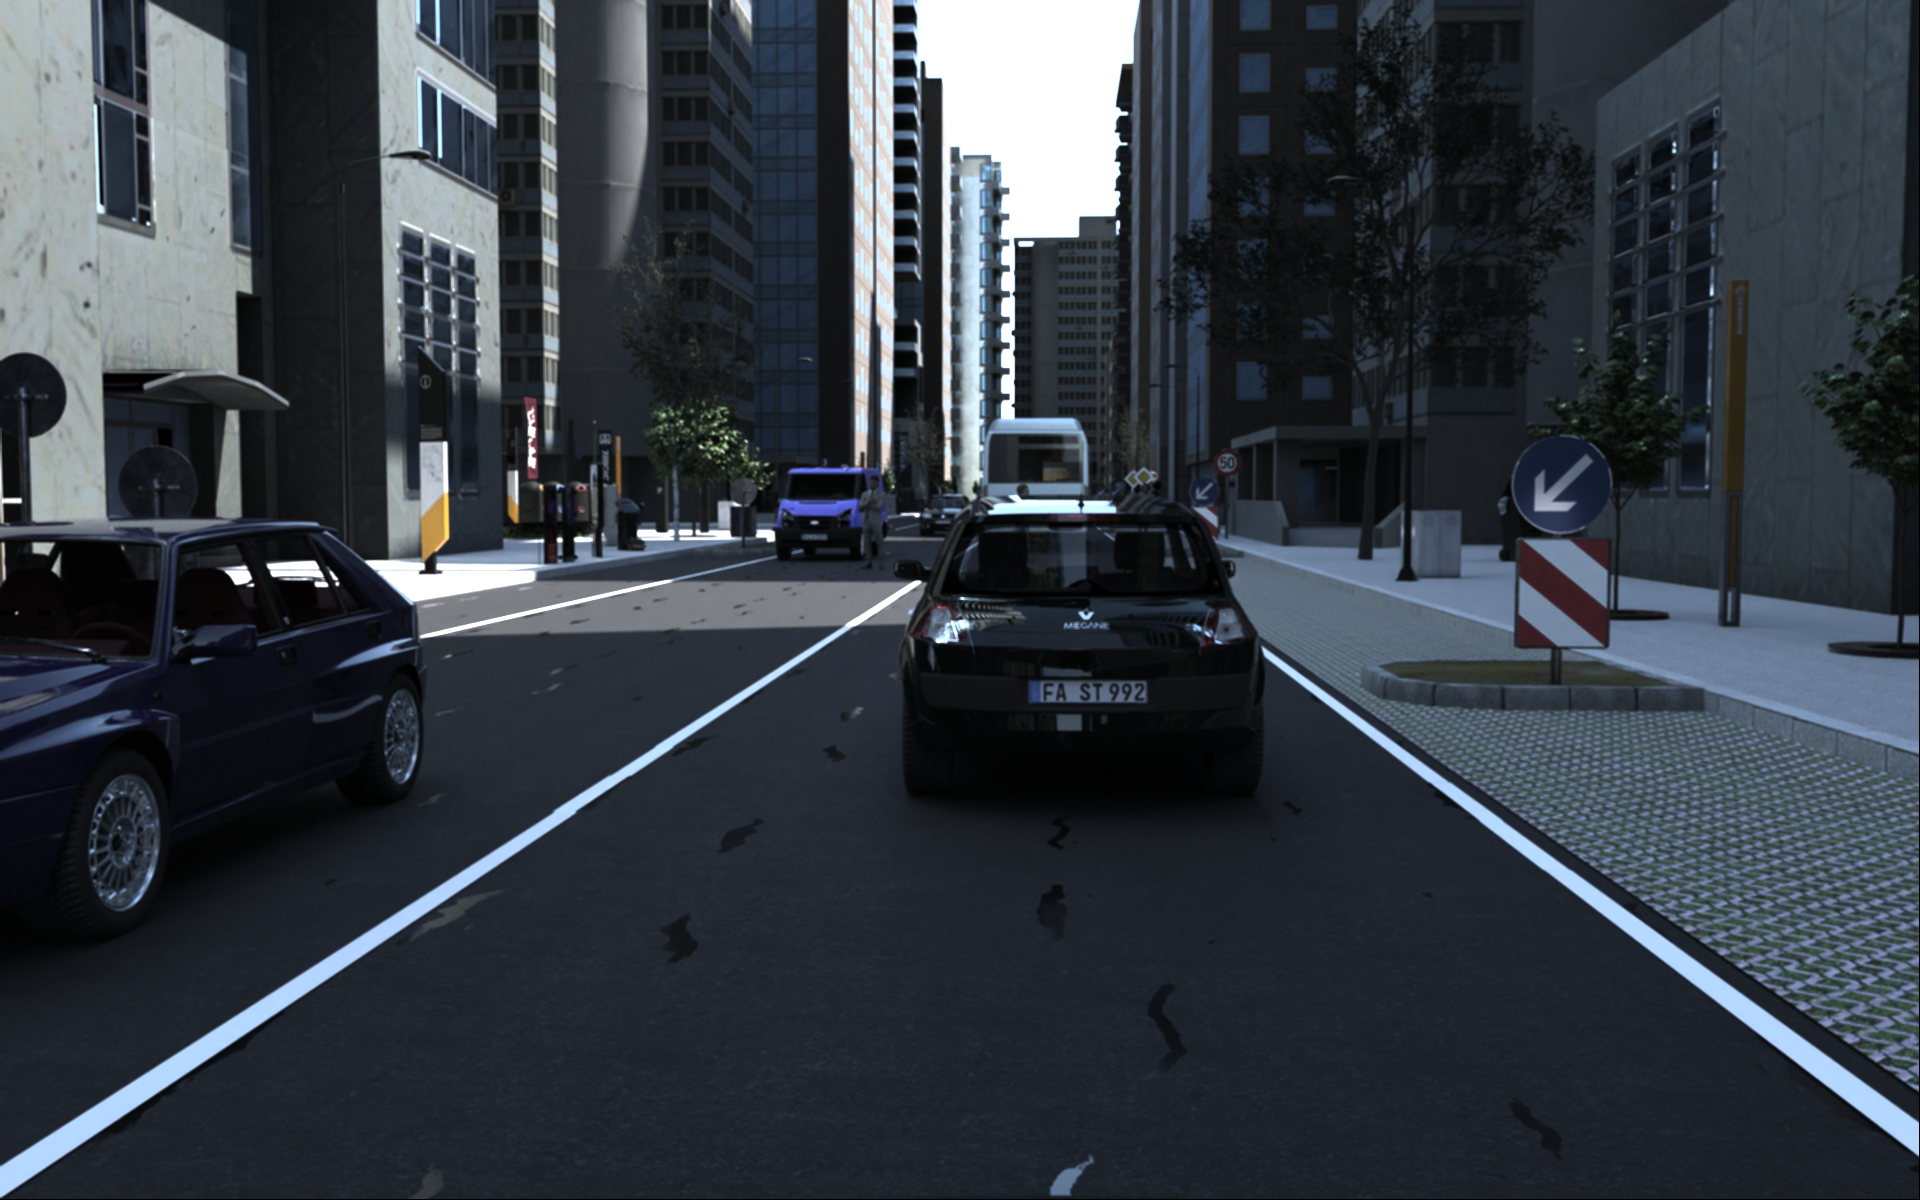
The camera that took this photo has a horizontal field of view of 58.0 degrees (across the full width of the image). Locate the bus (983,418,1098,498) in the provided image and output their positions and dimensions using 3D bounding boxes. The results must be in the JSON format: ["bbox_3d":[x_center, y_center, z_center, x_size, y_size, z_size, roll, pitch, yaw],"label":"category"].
[{"bbox_3d":[2.370,-3.287,48.607,2.948,3.499,13.247,0,4,5],"label":"bus"}]

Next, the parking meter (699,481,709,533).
[{"bbox_3d":[-8.473,-3.160,57.380,0.255,1.863,0.399,-1,4,-19],"label":"parking meter"}]

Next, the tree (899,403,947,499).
[{"bbox_3d":[-2.795,-11.428,137.215,4.360,8.622,3.978,0,3,0],"label":"tree"}]

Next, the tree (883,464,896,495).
[{"bbox_3d":[-4.731,-7.075,110.282,1.663,3.219,1.824,0,3,0],"label":"tree"}]

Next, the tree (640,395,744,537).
[{"bbox_3d":[-7.977,-4.182,52.092,4.285,4.588,4.351,0,3,0],"label":"tree"}]

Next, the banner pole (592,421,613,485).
[{"bbox_3d":[-12.344,-4.255,59.587,0.863,3.779,0.401,0,4,3],"label":"banner pole"}]

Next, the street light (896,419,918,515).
[{"bbox_3d":[-3.270,-8.212,106.804,1.470,5.913,1.316,0,4,3],"label":"street light"}]

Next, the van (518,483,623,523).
[{"bbox_3d":[-15.008,-3.639,66.505,4.112,2.044,2.013,0,4,3],"label":"van"}]

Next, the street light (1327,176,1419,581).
[{"bbox_3d":[6.071,-3.237,25.473,1.470,5.913,1.316,0,4,3],"label":"street light"}]

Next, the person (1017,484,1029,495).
[{"bbox_3d":[1.069,-1.189,29.751,0.330,1.601,0.589,2,4,27],"label":"person"}]

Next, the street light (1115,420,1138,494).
[{"bbox_3d":[10.576,-8.330,108.744,1.470,5.913,1.316,0,4,3],"label":"street light"}]

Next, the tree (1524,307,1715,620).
[{"bbox_3d":[6.868,-1.438,18.119,1.663,3.219,1.824,0,3,0],"label":"tree"}]

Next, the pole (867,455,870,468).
[{"bbox_3d":[-4.761,-5.872,89.852,0.158,3.312,0.155,0,3,0],"label":"pole"}]

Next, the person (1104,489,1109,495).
[{"bbox_3d":[9.562,-6.258,111.168,0.716,1.782,0.532,1,4,16],"label":"person"}]

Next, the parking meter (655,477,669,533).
[{"bbox_3d":[-9.869,-3.154,57.285,0.399,1.863,0.255,1,4,21],"label":"parking meter"}]

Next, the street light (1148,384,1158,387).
[{"bbox_3d":[8.631,-6.151,73.111,1.470,5.913,1.316,0,4,3],"label":"street light"}]

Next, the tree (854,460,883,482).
[{"bbox_3d":[-5.788,-6.385,98.990,1.663,3.219,1.824,0,3,0],"label":"tree"}]

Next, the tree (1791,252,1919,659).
[{"bbox_3d":[7.681,-1.173,13.778,1.663,3.219,1.824,0,3,0],"label":"tree"}]

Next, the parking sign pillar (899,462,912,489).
[{"bbox_3d":[-4.558,-9.518,144.083,1.447,3.967,1.447,2,4,34],"label":"parking sign pillar"}]

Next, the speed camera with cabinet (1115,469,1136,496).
[{"bbox_3d":[12.943,-8.628,135.404,0.660,3.252,2.038,3,5,40],"label":"speed camera with cabinet"}]

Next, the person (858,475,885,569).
[{"bbox_3d":[-1.693,-1.503,33.259,0.511,1.800,0.466,0,4,7],"label":"person"}]

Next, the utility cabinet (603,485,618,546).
[{"bbox_3d":[-8.697,-2.101,43.032,0.318,1.500,1.173,-1,4,-15],"label":"utility cabinet"}]

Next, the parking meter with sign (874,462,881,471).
[{"bbox_3d":[-5.107,-5.975,93.948,1.738,3.016,0.543,3,4,36],"label":"parking meter with sign"}]

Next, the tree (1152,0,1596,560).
[{"bbox_3d":[7.886,-6.048,33.290,8.767,10.594,7.601,0,4,6],"label":"tree"}]

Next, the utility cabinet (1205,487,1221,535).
[{"bbox_3d":[7.839,-2.760,53.810,0.318,1.500,1.173,1,4,18],"label":"utility cabinet"}]

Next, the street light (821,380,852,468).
[{"bbox_3d":[-5.093,-6.010,70.798,1.470,5.913,1.316,0,4,3],"label":"street light"}]

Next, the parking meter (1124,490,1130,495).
[{"bbox_3d":[11.421,-6.739,118.588,0.372,1.533,0.369,0,3,0],"label":"parking meter"}]

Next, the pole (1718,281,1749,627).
[{"bbox_3d":[7.463,-1.399,16.711,0.158,3.312,0.155,0,3,0],"label":"pole"}]

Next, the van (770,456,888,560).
[{"bbox_3d":[-2.886,-2.133,39.266,2.240,2.365,5.245,0,4,4],"label":"van"}]

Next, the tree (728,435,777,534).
[{"bbox_3d":[-7.002,-3.759,56.056,1.663,3.219,1.824,0,3,0],"label":"tree"}]

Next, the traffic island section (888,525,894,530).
[{"bbox_3d":[-3.784,-2.967,70.792,2.009,0.180,2.903,0,4,3],"label":"traffic island section"}]

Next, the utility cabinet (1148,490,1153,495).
[{"bbox_3d":[9.734,-4.912,88.983,0.318,1.500,1.173,1,4,11],"label":"utility cabinet"}]

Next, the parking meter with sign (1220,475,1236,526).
[{"bbox_3d":[11.174,-4.506,69.932,1.738,3.016,0.543,3,5,44],"label":"parking meter with sign"}]

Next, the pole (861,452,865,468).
[{"bbox_3d":[-4.720,-5.515,84.014,0.158,3.312,0.155,0,3,0],"label":"pole"}]

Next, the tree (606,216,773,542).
[{"bbox_3d":[-7.450,-5.876,46.431,4.360,8.622,3.978,0,3,0],"label":"tree"}]

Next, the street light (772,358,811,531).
[{"bbox_3d":[-5.778,-5.312,59.388,1.470,5.913,1.316,0,4,3],"label":"street light"}]

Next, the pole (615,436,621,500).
[{"bbox_3d":[-12.057,-4.115,61.120,0.158,3.312,0.155,0,3,0],"label":"pole"}]

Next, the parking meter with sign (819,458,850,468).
[{"bbox_3d":[-6.053,-5.365,83.973,1.738,3.016,0.543,3,5,42],"label":"parking meter with sign"}]

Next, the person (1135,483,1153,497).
[{"bbox_3d":[5.797,-2.836,55.219,0.716,1.782,0.532,0,4,7],"label":"person"}]

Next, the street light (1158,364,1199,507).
[{"bbox_3d":[7.974,-5.474,62.037,1.470,5.913,1.316,0,4,3],"label":"street light"}]

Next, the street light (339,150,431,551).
[{"bbox_3d":[-7.828,-3.119,23.543,1.470,5.913,1.316,0,4,3],"label":"street light"}]

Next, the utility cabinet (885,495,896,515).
[{"bbox_3d":[-4.375,-5.680,104.035,1.020,1.237,0.306,0,4,-8],"label":"utility cabinet"}]

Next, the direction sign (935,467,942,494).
[{"bbox_3d":[-1.819,-9.398,145.654,0.379,3.537,0.876,-3,5,-40],"label":"direction sign"}]

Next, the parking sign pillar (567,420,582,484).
[{"bbox_3d":[-14.112,-4.579,63.343,1.447,3.967,1.447,-1,4,-17],"label":"parking sign pillar"}]

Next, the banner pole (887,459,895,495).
[{"bbox_3d":[-4.958,-8.167,123.541,0.863,3.779,0.401,-3,5,-40],"label":"banner pole"}]

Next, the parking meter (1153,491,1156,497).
[{"bbox_3d":[10.923,-5.495,98.256,0.372,1.533,0.369,0,3,0],"label":"parking meter"}]

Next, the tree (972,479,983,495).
[{"bbox_3d":[2.000,-13.623,217.329,1.663,3.219,1.824,0,3,0],"label":"tree"}]

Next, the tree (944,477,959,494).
[{"bbox_3d":[-0.657,-11.044,175.176,1.663,3.219,1.824,0,3,0],"label":"tree"}]

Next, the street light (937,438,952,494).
[{"bbox_3d":[-1.331,-10.391,142.437,1.470,5.913,1.316,0,4,3],"label":"street light"}]

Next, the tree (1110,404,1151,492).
[{"bbox_3d":[13.993,-11.586,139.786,4.360,8.622,3.978,0,3,0],"label":"tree"}]
